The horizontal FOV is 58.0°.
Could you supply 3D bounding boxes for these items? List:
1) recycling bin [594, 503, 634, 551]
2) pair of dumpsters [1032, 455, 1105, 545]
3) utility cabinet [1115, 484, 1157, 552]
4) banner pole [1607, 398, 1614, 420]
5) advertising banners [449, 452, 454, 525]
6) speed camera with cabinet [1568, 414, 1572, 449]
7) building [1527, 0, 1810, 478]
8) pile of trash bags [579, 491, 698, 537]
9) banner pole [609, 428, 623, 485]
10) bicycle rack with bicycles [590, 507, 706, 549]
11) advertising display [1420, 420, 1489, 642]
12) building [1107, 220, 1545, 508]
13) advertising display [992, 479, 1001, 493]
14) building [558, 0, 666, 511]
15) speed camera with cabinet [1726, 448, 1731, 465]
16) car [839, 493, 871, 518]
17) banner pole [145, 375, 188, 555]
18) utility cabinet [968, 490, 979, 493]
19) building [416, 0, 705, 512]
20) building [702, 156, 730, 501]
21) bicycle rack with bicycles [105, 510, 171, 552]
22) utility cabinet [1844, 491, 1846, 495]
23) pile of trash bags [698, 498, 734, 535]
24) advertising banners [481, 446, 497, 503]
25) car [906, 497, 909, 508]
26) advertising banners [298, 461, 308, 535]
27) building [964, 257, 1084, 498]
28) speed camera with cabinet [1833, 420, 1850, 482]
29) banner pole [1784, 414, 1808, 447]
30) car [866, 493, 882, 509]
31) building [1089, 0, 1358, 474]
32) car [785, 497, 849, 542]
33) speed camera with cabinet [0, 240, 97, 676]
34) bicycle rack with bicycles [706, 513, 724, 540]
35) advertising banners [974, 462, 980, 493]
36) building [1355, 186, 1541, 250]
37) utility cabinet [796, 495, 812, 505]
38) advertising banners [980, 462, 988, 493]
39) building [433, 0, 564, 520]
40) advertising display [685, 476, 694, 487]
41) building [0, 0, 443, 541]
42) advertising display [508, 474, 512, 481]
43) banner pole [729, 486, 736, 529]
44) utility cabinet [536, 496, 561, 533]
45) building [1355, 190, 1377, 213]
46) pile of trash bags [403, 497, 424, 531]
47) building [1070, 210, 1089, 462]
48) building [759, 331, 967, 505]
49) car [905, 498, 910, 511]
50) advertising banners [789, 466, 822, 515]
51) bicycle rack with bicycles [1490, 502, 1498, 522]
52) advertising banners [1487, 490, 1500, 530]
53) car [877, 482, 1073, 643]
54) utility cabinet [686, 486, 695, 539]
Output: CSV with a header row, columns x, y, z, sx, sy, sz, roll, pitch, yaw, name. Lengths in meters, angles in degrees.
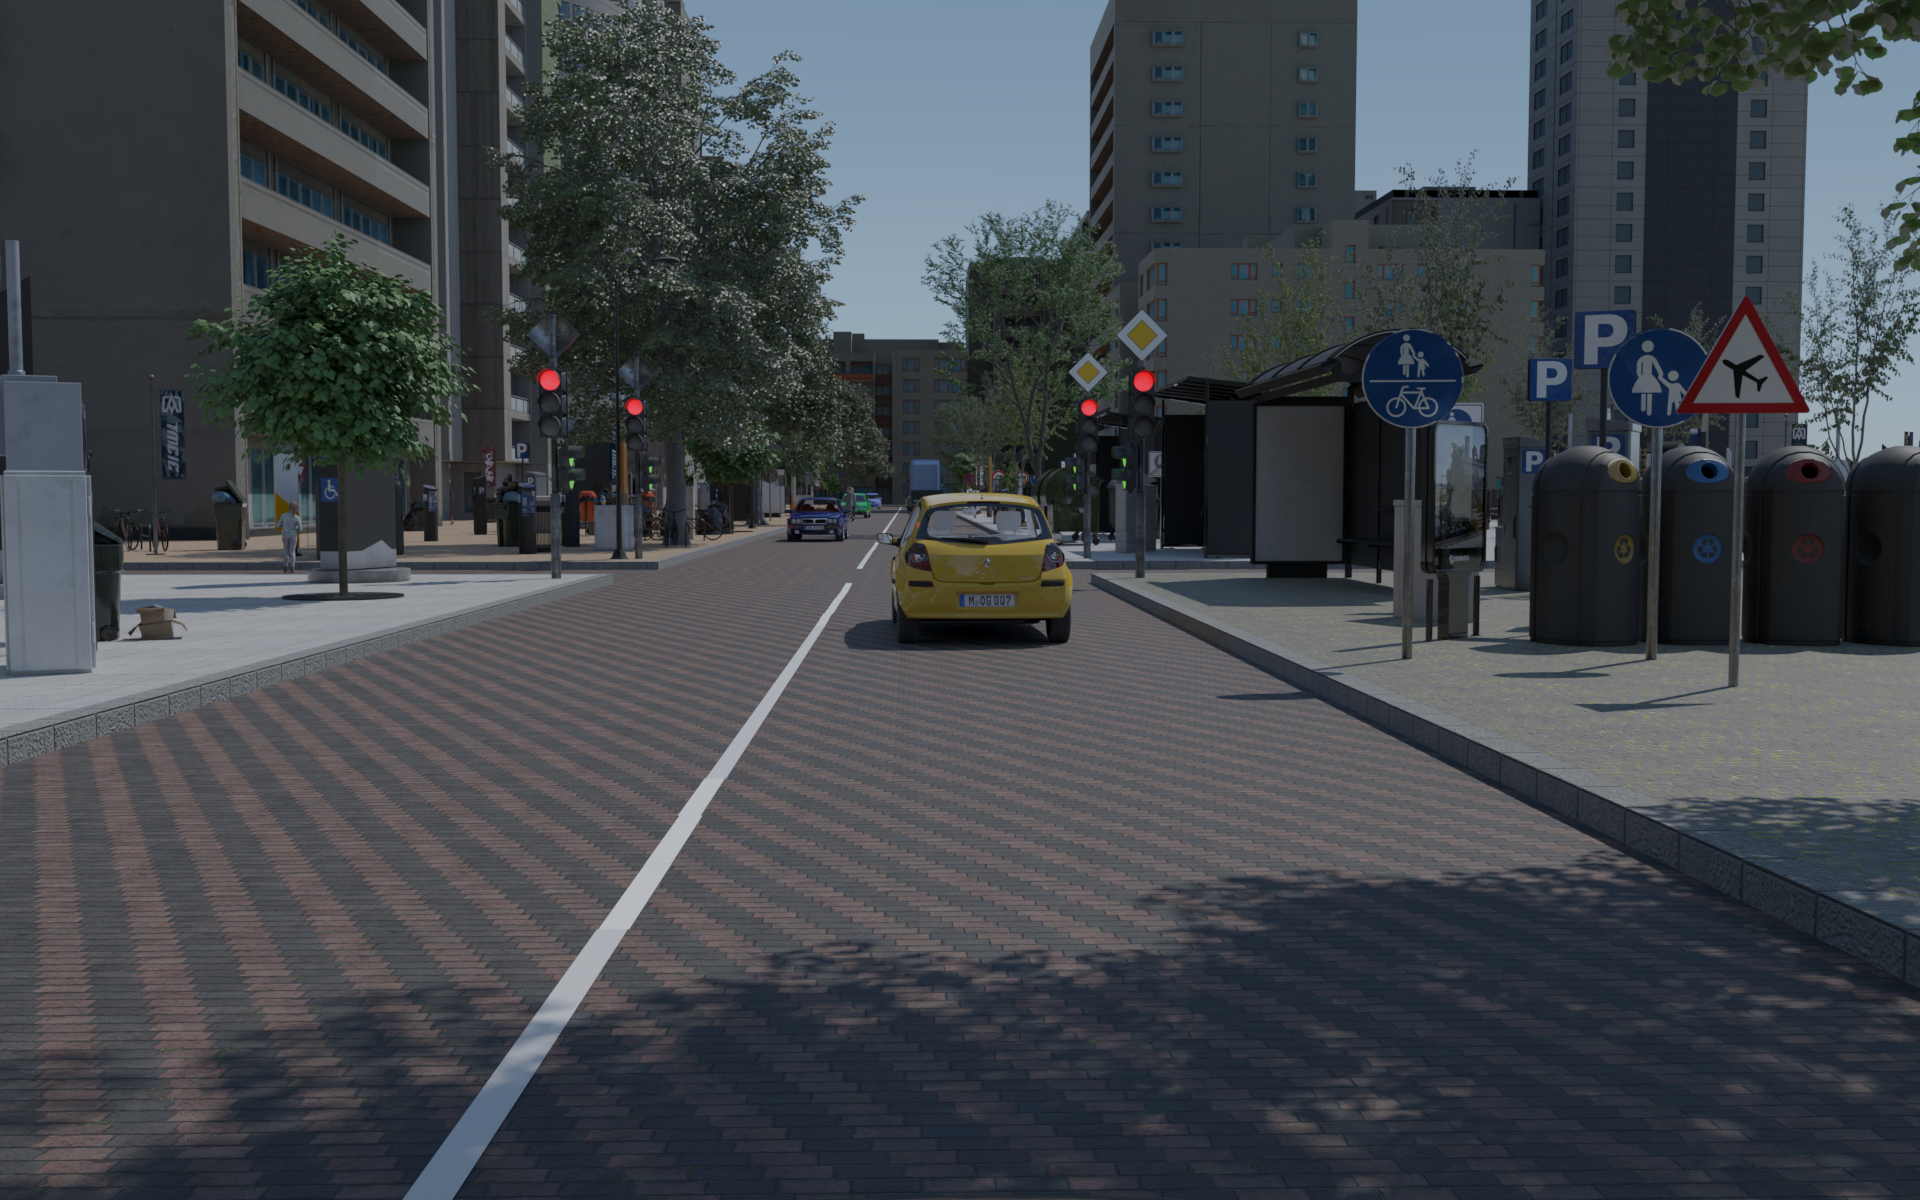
x,y,z,sx,sy,sz,roll,pitch,yaw,name
-7.852,-1.638,39.336,0.722,1.027,0.722,0,4,7,recycling bin
2.821,-2.616,45.263,1.574,2.255,4.437,0,4,-2,pair of dumpsters
3.894,-1.806,38.204,0.318,1.500,1.173,3,5,40,utility cabinet
16.685,-3.334,44.529,0.401,3.779,0.863,2,4,31,banner pole
-21.189,-4.643,72.093,0.090,3.025,2.074,-1,4,-13,advertising banners
14.967,-2.921,42.099,0.660,3.252,2.038,1,4,22,speed camera with cabinet
63.764,-44.237,161.531,20.611,71.187,20.563,0,4,-2,building
-9.853,-2.603,52.308,3.447,1.369,1.912,0,4,0,pile of trash bags
-11.468,-4.166,58.128,0.401,3.779,0.863,3,4,37,banner pole
-7.659,-1.743,41.886,2.852,0.926,2.925,0,4,-8,bicycle rack with bicycles
4.375,-0.618,15.321,0.123,1.923,0.974,3,5,44,advertising display
27.047,-17.837,136.682,27.650,21.520,28.899,0,4,-2,building
1.549,-4.153,73.119,0.123,1.923,0.974,-1,4,-15,advertising display
-33.306,-35.495,122.343,21.231,58.520,28.212,0,4,-2,building
35.548,-5.233,79.895,0.660,3.252,2.038,3,5,44,speed camera with cabinet
-6.306,-5.809,103.766,1.959,1.807,4.718,0,3,0,car
-16.742,-2.842,36.491,0.863,3.779,0.401,-2,4,-31,banner pole
0.804,-5.830,104.000,0.318,1.500,1.173,1,4,21,utility cabinet
-35.389,-32.736,158.938,21.600,48.544,21.300,0,4,-2,building
-43.232,-34.388,216.863,28.867,44.769,22.147,0,4,-2,building
-19.197,-1.568,39.025,2.852,0.926,2.925,-2,4,-30,bicycle rack with bicycles
19.017,-1.741,37.138,1.173,1.500,0.318,3,4,37,utility cabinet
-8.891,-2.792,55.394,3.447,1.369,1.912,2,4,24,pile of trash bags
-16.562,-4.137,63.820,2.074,3.025,0.090,-1,4,-11,advertising banners
-4.683,-10.295,180.677,2.083,1.381,4.827,0,4,-3,car
-15.034,-2.746,41.088,2.074,3.025,0.090,1,4,12,advertising banners
7.757,-27.049,213.953,14.107,30.474,14.160,0,4,-2,building
23.857,-3.177,46.278,2.038,3.252,0.660,-1,4,-16,speed camera with cabinet
26.044,-3.923,54.163,0.863,3.779,0.401,1,4,10,banner pole
-8.388,-9.482,164.615,1.945,1.707,3.694,0,3,0,car
23.703,-32.861,160.985,21.300,48.544,21.600,0,4,-2,building
-4.380,-2.503,53.503,1.945,1.354,3.894,0,4,-1,car
-6.907,-1.147,13.084,0.660,3.252,2.038,-2,4,-28,speed camera with cabinet
-8.227,-2.067,47.172,2.925,0.926,2.852,1,4,15,bicycle rack with bicycles
0.833,-5.889,92.480,0.090,3.025,2.074,0,4,4,advertising banners
46.288,-24.153,166.603,14.107,30.474,14.160,0,4,-2,building
-8.222,-4.823,90.018,1.020,1.237,0.306,0,4,-6,utility cabinet
1.636,-6.078,95.566,0.090,3.025,2.074,3,4,37,advertising banners
-28.493,-24.705,87.529,14.154,41.232,14.086,0,4,-2,building
-10.055,-3.496,62.376,0.974,1.923,0.123,-2,4,-31,advertising display
-30.912,-26.475,56.575,21.300,48.544,21.600,0,4,-2,building
-14.359,-3.066,55.340,0.123,1.923,0.974,-1,4,-15,advertising display
-8.558,-4.554,64.471,0.401,3.779,0.863,0,4,-8,banner pole
-13.563,-2.782,56.642,1.020,1.237,0.306,-1,4,-18,utility cabinet
50.750,-32.562,224.269,23.993,40.220,32.217,0,4,-2,building
-19.315,-3.049,59.596,1.912,1.369,3.447,0,4,0,pile of trash bags
26.593,-32.518,223.552,23.993,40.220,32.217,0,4,-2,building
-13.947,-22.991,220.937,28.899,21.520,27.650,0,4,-2,building
-3.705,-8.502,150.802,2.131,1.459,4.920,0,4,-2,car
-9.540,-6.770,106.871,2.074,3.025,0.090,0,4,-6,advertising banners
25.225,-4.091,80.274,2.925,0.926,2.852,0,4,4,bicycle rack with bicycles
18.846,-4.044,62.300,2.074,3.025,0.090,2,4,25,advertising banners
0.141,-0.484,18.141,2.015,1.641,3.980,0,4,-3,car
-7.741,-2.490,49.384,0.318,1.500,1.173,0,4,-6,utility cabinet
